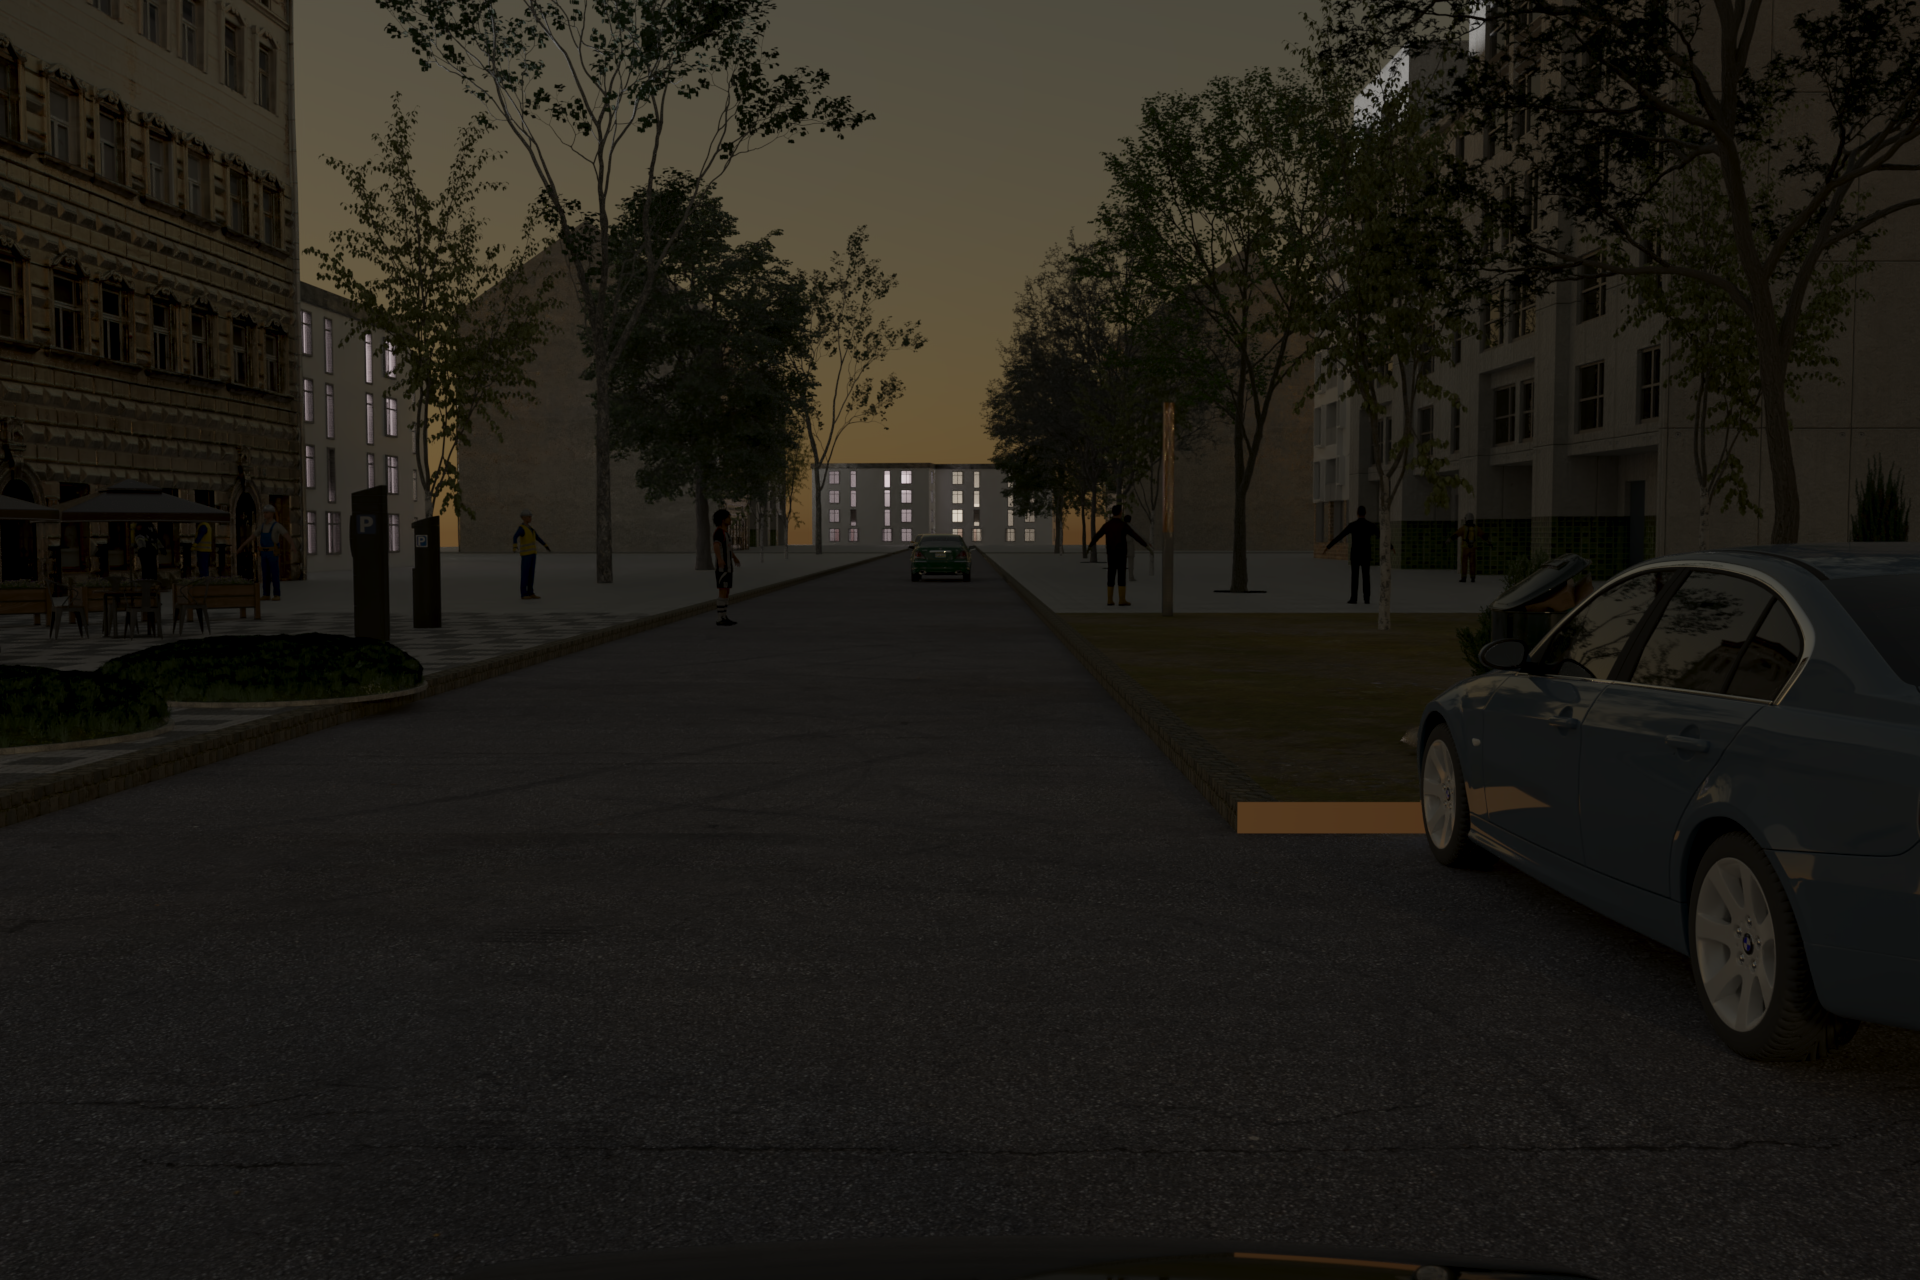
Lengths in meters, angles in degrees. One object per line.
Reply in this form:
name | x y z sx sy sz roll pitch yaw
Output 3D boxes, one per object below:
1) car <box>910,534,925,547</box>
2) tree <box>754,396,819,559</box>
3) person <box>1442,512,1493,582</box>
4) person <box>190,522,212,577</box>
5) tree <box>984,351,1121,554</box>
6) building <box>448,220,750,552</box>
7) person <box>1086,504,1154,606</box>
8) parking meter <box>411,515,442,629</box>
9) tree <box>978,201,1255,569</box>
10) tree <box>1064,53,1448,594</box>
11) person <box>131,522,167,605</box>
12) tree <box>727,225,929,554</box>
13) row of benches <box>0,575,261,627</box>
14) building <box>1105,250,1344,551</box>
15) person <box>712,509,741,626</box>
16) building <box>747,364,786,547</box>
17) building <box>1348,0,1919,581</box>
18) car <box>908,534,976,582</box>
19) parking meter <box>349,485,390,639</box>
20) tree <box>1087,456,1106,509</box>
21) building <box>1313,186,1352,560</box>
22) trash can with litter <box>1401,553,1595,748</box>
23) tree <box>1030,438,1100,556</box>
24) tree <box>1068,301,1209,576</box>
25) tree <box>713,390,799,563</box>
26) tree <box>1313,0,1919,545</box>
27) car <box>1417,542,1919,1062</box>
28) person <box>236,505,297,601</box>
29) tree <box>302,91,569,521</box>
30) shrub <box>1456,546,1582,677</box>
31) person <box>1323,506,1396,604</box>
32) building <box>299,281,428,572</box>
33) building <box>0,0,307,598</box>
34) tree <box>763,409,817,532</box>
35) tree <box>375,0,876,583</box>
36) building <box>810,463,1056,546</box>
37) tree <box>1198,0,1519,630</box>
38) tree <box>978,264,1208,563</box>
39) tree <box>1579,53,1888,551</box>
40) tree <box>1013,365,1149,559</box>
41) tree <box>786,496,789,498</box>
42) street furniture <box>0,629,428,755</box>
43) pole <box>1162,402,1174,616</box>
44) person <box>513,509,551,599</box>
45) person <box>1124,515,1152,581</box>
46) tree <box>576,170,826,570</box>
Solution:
car | -2.046 -5.921 107.039 2.015 1.641 3.980 0 3 0
tree | -8.717 -8.395 87.621 4.360 8.622 3.978 0 3 0
person | 13.507 -2.461 46.013 1.354 1.858 0.705 0 4 -1
person | -16.763 -1.976 38.273 0.705 1.833 1.349 -1 4 -14
tree | 6.410 -12.650 113.490 9.857 13.997 8.962 0 3 0
building | -26.267 -18.338 130.756 19.493 23.208 18.063 0 4 -1
person | 2.822 -1.521 31.000 1.346 1.812 0.704 2 4 33
parking meter | -7.282 -0.931 23.639 0.372 1.533 0.369 0 3 0
tree | 5.924 -9.354 63.312 12.009 13.543 11.850 0 3 0
tree | 6.287 -6.840 37.589 9.928 11.665 9.643 0 3 0
person | -14.317 -1.519 30.611 0.705 1.856 1.354 -1 4 -10
tree | -8.326 -15.365 107.102 12.611 20.169 13.585 0 3 0
row of benches | -12.043 -0.575 24.857 4.104 0.672 1.422 -3 5 -43
building | 21.990 -19.039 142.219 19.493 23.208 18.063 0 4 0
person | -3.681 -1.136 27.181 0.704 1.843 1.345 0 4 4
building | -28.340 -19.170 179.891 16.747 18.905 31.486 0 4 1
building | 24.454 -11.543 55.182 16.747 18.905 31.486 0 4 0
car | -0.563 -2.550 53.489 2.131 1.459 4.920 0 4 0
parking meter | -7.066 -0.919 20.732 0.399 1.863 0.255 0 4 1
tree | 17.859 -17.053 204.574 9.928 11.665 9.643 0 3 0
building | 23.731 -14.278 89.872 16.016 20.090 11.380 0 3 0
trash can with litter | 3.126 0.089 9.930 1.055 1.170 0.624 0 4 -2
tree | 5.740 -9.280 102.092 4.360 8.622 3.978 0 3 0
tree | 5.765 -6.301 53.390 4.737 8.622 4.395 0 3 0
tree | -9.066 -7.801 77.910 4.737 8.622 4.395 0 3 0
tree | 7.018 -4.914 14.756 8.767 10.594 7.601 -1 4 -15
car | 2.957 0.367 6.005 2.014 1.417 4.499 0 4 -1
person | -13.299 -1.681 33.335 1.347 1.847 0.705 1 4 17
tree | -8.977 -4.866 29.926 4.737 8.622 4.395 0 3 0
shrub | 3.783 -0.015 11.358 1.383 1.207 1.383 0 3 0
person | 7.368 -1.569 31.875 1.346 1.802 0.704 0 4 -1
building | -26.266 -7.773 69.242 9.099 9.664 28.070 0 4 0
building | -27.439 -12.685 38.332 19.493 23.208 18.063 0 4 1
tree | -9.508 -8.900 95.870 4.360 8.622 3.978 0 3 0
tree | -7.803 -11.532 44.434 12.611 20.169 13.585 0 3 0
building | -2.861 -15.882 204.269 28.070 9.664 9.099 1 4 9
tree | 5.517 -4.431 22.811 4.737 8.622 4.395 0 3 0
tree | 5.914 -10.183 76.867 12.009 13.543 11.850 0 3 0
tree | 12.012 -4.698 27.178 4.737 8.622 4.395 0 3 0
tree | 6.233 -9.553 90.606 7.601 10.594 8.767 -1 4 -12
tree | -21.409 -15.193 198.760 4.737 8.622 4.395 0 3 0
street furniture | -8.900 0.232 11.833 10.072 0.657 5.734 -1 4 -17
pole | 3.242 -2.026 26.967 0.158 3.312 0.155 0 3 0
person | -8.453 -1.693 34.137 0.721 1.772 1.216 1 4 20
person | 4.575 -2.503 47.112 1.347 1.806 0.705 2 4 29
tree | -9.080 -9.454 61.230 9.857 13.997 8.962 0 3 0
